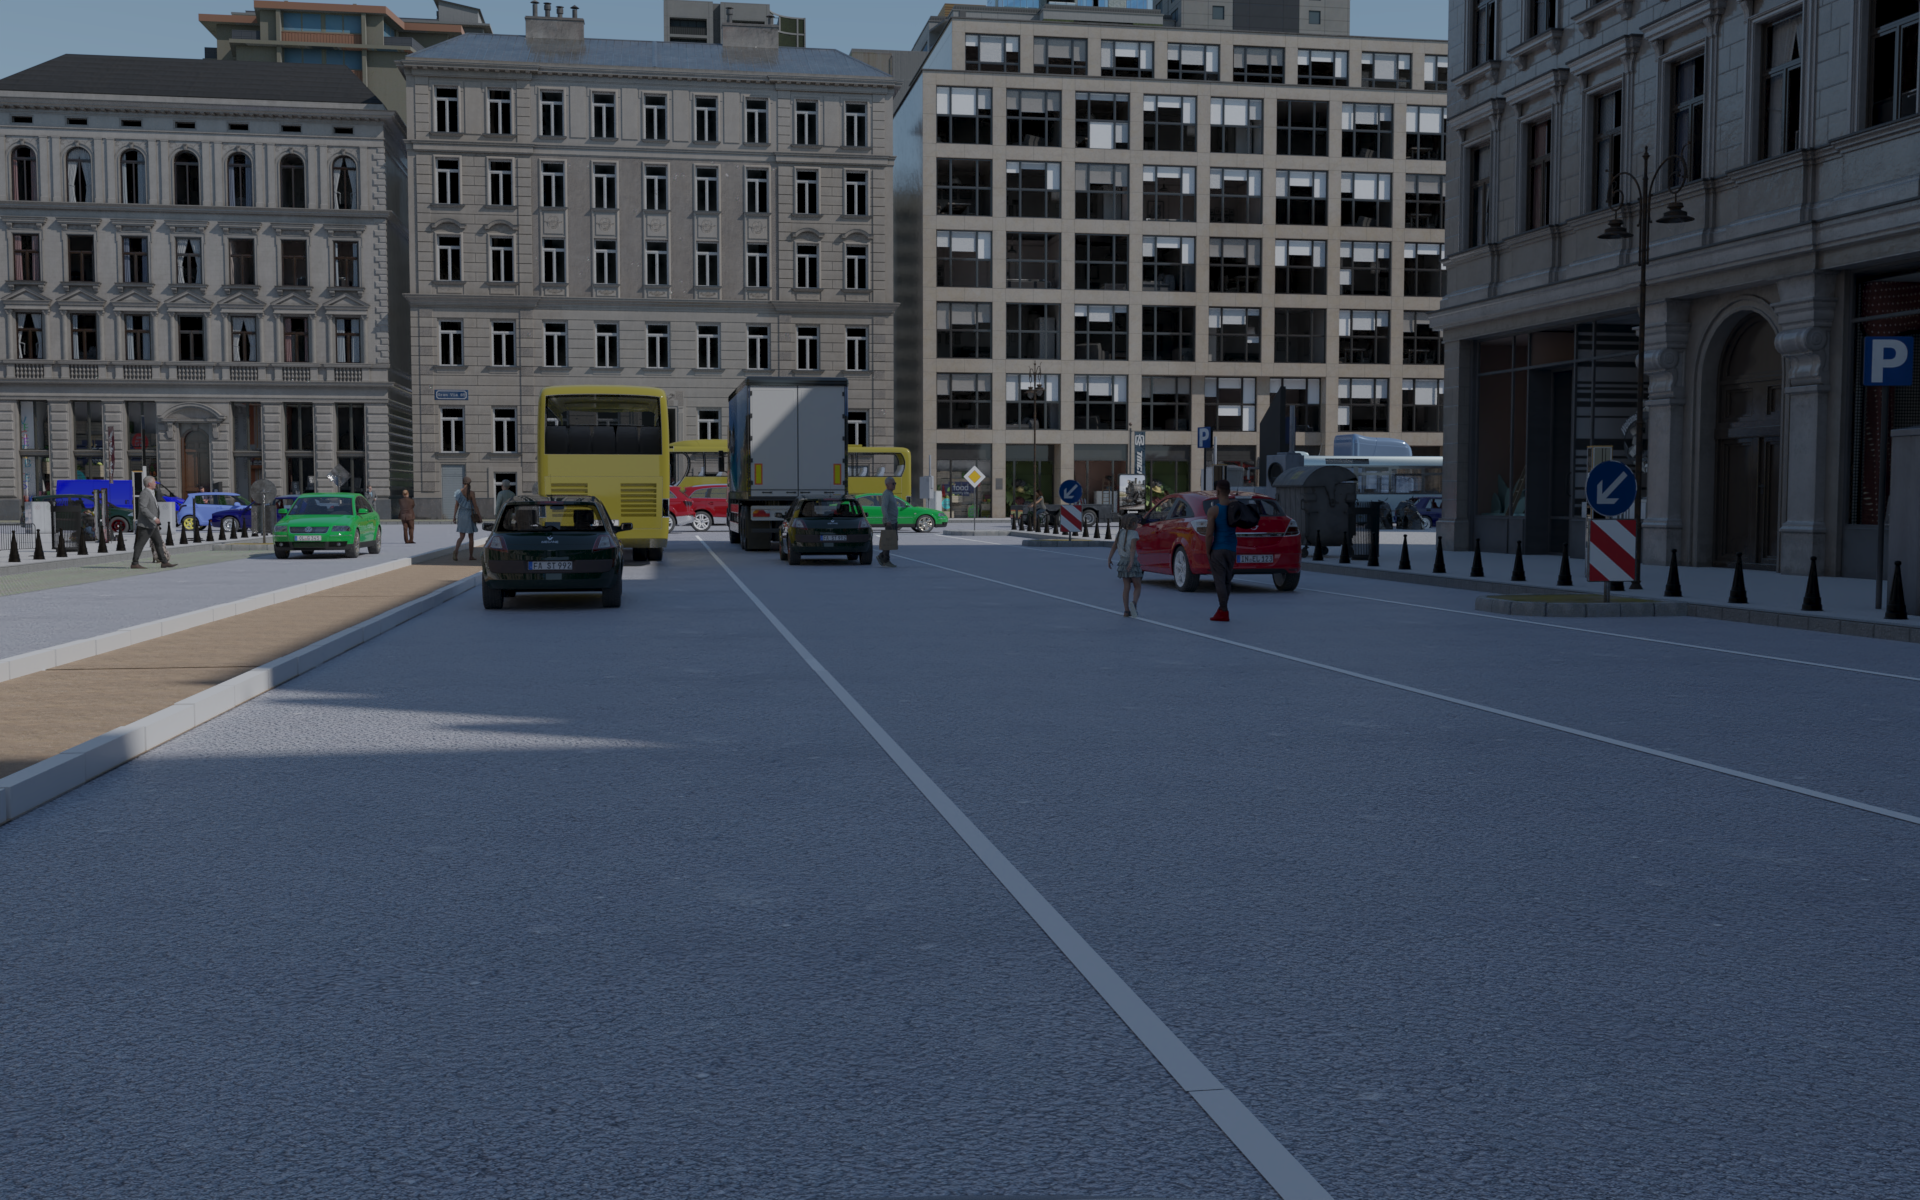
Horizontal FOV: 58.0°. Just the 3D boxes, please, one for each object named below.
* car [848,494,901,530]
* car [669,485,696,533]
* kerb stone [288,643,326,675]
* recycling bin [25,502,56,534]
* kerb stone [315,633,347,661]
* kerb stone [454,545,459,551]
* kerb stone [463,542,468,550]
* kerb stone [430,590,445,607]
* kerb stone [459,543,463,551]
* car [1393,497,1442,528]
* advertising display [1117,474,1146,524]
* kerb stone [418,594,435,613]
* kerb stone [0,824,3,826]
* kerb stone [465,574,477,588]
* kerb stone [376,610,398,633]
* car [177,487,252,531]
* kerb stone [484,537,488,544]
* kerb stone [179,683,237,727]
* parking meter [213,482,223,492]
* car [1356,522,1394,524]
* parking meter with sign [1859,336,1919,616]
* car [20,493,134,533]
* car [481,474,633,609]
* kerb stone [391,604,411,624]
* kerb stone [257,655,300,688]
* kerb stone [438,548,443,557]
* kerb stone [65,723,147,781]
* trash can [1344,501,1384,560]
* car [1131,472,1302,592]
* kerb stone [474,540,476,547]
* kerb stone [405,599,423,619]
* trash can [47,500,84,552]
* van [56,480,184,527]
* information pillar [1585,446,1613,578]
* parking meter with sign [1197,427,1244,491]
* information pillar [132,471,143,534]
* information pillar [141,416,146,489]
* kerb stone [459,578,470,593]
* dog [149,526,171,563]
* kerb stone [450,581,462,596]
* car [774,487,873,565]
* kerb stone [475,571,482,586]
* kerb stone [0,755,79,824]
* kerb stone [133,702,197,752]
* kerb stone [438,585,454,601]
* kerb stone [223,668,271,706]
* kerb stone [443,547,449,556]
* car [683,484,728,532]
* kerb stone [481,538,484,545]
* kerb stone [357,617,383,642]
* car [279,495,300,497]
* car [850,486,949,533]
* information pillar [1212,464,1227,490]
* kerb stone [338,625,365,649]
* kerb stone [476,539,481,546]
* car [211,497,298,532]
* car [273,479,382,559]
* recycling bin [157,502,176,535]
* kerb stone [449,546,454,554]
[{"bbox_3d":[-3.831,-3.576,68.257,4.222,1.686,2.009,0,4,-8],"label":"car"},{"bbox_3d":[-12.284,-3.321,62.976,5.304,1.827,2.281,-1,4,-10],"label":"car"},{"bbox_3d":[-5.361,0.493,14.145,0.120,0.150,1.000,-1,4,-10],"label":"kerb stone"},{"bbox_3d":[-29.788,-2.664,56.103,0.722,1.027,0.722,-3,5,-45],"label":"recycling bin"},{"bbox_3d":[-5.542,0.430,15.160,0.120,0.150,1.000,-1,4,-10],"label":"kerb stone"},{"bbox_3d":[-12.380,-1.220,42.140,0.120,0.150,1.000,-1,4,-10],"label":"kerb stone"},{"bbox_3d":[-12.731,-1.344,44.172,0.120,0.150,1.000,-1,4,-10],"label":"kerb stone"},{"bbox_3d":[-6.769,0.002,22.255,0.120,0.150,1.000,-1,4,-10],"label":"kerb stone"},{"bbox_3d":[-12.552,-1.281,43.151,0.120,0.150,1.000,-1,4,-10],"label":"kerb stone"},{"bbox_3d":[18.856,-3.325,66.940,3.894,1.354,1.945,0,4,-8],"label":"car"},{"bbox_3d":[5.423,-3.028,54.725,0.974,1.923,0.123,-1,4,-22],"label":"advertising display"},{"bbox_3d":[-6.596,0.061,21.237,0.120,0.150,1.000,-1,4,-10],"label":"kerb stone"},{"bbox_3d":[-4.132,0.927,7.046,0.120,0.150,1.000,-1,4,-10],"label":"kerb stone"},{"bbox_3d":[-7.490,-0.252,26.309,0.120,0.150,1.000,-1,4,-10],"label":"kerb stone"},{"bbox_3d":[-6.069,0.244,18.201,0.120,0.150,1.000,-1,4,-10],"label":"kerb stone"},{"bbox_3d":[-28.630,-3.563,67.853,3.694,1.707,1.945,-1,4,-12],"label":"car"},{"bbox_3d":[-13.607,-1.654,49.243,0.120,0.150,1.000,-1,4,-10],"label":"kerb stone"},{"bbox_3d":[-4.836,0.678,11.105,0.120,0.150,1.000,-1,4,-10],"label":"kerb stone"},{"bbox_3d":[-34.810,-4.619,81.237,0.399,1.863,0.255,1,4,16],"label":"parking meter"},{"bbox_3d":[19.437,-4.032,75.709,4.222,1.686,2.009,-1,4,-8],"label":"car"},{"bbox_3d":[10.242,-1.355,18.408,0.543,3.016,1.738,0,4,0],"label":"parking meter with sign"},{"bbox_3d":[-30.695,-3.125,60.884,4.222,1.686,2.009,-1,4,-12],"label":"car"},{"bbox_3d":[-5.379,-0.814,23.093,2.009,1.686,4.222,-1,4,-11],"label":"car"},{"bbox_3d":[-6.253,0.182,19.213,0.120,0.150,1.000,-1,4,-10],"label":"kerb stone"},{"bbox_3d":[-5.193,0.554,13.133,0.120,0.150,1.000,-1,4,-10],"label":"kerb stone"},{"bbox_3d":[-11.842,-1.034,39.096,0.120,0.150,1.000,-1,4,-10],"label":"kerb stone"},{"bbox_3d":[-4.487,0.802,9.084,0.120,0.150,1.000,-1,4,-10],"label":"kerb stone"},{"bbox_3d":[7.839,-1.345,33.641,0.748,1.137,0.748,0,3,0],"label":"trash can"},{"bbox_3d":[3.811,-1.095,26.943,2.155,1.783,4.494,-1,4,-11],"label":"car"},{"bbox_3d":[-13.083,-1.468,46.202,0.120,0.150,1.000,-1,4,-10],"label":"kerb stone"},{"bbox_3d":[-6.426,0.121,20.224,0.120,0.150,1.000,-1,4,-10],"label":"kerb stone"},{"bbox_3d":[-19.799,-1.634,38.372,0.748,1.137,0.748,0,3,0],"label":"trash can"},{"bbox_3d":[-35.779,-4.272,74.233,5.245,2.365,2.240,-1,4,-10],"label":"van"},{"bbox_3d":[9.739,-1.341,26.415,0.304,2.012,0.304,0,4,5],"label":"information pillar"},{"bbox_3d":[7.073,-3.006,45.410,1.738,3.016,0.543,-2,4,-30],"label":"parking meter with sign"},{"bbox_3d":[-26.306,-3.116,55.447,0.304,2.012,0.304,-2,4,-31],"label":"information pillar"},{"bbox_3d":[-24.351,-3.692,51.718,0.183,3.616,0.504,-2,4,-26],"label":"information pillar"},{"bbox_3d":[-7.310,-0.185,25.291,0.120,0.150,1.000,-1,4,-10],"label":"kerb stone"},{"bbox_3d":[-16.594,-1.157,35.746,0.513,0.831,0.800,0,4,-8],"label":"dog"},{"bbox_3d":[-7.129,-0.125,24.277,0.120,0.150,1.000,-1,4,-10],"label":"kerb stone"},{"bbox_3d":[-2.859,-1.629,36.414,2.009,1.686,4.222,-1,4,-10],"label":"car"},{"bbox_3d":[-7.653,-0.314,27.322,0.120,0.150,1.000,-1,4,-10],"label":"kerb stone"},{"bbox_3d":[-4.304,0.864,8.071,0.120,0.150,1.000,-1,4,-10],"label":"kerb stone"},{"bbox_3d":[-4.661,0.747,10.095,0.120,0.150,1.000,-1,4,-10],"label":"kerb stone"},{"bbox_3d":[-6.958,-0.065,23.266,0.120,0.150,1.000,-1,4,-10],"label":"kerb stone"},{"bbox_3d":[-5.018,0.618,12.123,0.120,0.150,1.000,-1,4,-10],"label":"kerb stone"},{"bbox_3d":[-12.019,-1.096,40.114,0.120,0.150,1.000,-1,4,-10],"label":"kerb stone"},{"bbox_3d":[-8.439,-3.534,66.453,5.304,1.827,2.281,-1,4,-10],"label":"car"},{"bbox_3d":[-13.433,-1.593,48.233,0.120,0.150,1.000,-1,4,-10],"label":"kerb stone"},{"bbox_3d":[-5.892,0.307,17.181,0.120,0.150,1.000,-1,4,-10],"label":"kerb stone"},{"bbox_3d":[-29.385,-3.890,75.598,4.499,1.417,2.014,-1,4,-9],"label":"car"},{"bbox_3d":[-2.783,-3.398,64.346,4.718,1.807,1.959,-1,4,-10],"label":"car"},{"bbox_3d":[6.439,-2.353,42.964,0.304,2.012,0.304,2,4,24],"label":"information pillar"},{"bbox_3d":[-5.726,0.370,16.169,0.120,0.150,1.000,-1,4,-10],"label":"kerb stone"},{"bbox_3d":[-13.252,-1.531,47.223,0.120,0.150,1.000,-1,4,-10],"label":"kerb stone"},{"bbox_3d":[-25.748,-3.177,64.522,3.894,1.354,1.945,-1,4,-9],"label":"car"},{"bbox_3d":[-14.562,-1.907,39.971,1.959,1.807,4.718,-1,4,-9],"label":"car"},{"bbox_3d":[-25.275,-2.585,54.811,0.722,1.027,0.722,-1,4,-15],"label":"recycling bin"},{"bbox_3d":[-12.195,-1.158,41.127,0.120,0.150,1.000,-1,4,-10],"label":"kerb stone"}]
